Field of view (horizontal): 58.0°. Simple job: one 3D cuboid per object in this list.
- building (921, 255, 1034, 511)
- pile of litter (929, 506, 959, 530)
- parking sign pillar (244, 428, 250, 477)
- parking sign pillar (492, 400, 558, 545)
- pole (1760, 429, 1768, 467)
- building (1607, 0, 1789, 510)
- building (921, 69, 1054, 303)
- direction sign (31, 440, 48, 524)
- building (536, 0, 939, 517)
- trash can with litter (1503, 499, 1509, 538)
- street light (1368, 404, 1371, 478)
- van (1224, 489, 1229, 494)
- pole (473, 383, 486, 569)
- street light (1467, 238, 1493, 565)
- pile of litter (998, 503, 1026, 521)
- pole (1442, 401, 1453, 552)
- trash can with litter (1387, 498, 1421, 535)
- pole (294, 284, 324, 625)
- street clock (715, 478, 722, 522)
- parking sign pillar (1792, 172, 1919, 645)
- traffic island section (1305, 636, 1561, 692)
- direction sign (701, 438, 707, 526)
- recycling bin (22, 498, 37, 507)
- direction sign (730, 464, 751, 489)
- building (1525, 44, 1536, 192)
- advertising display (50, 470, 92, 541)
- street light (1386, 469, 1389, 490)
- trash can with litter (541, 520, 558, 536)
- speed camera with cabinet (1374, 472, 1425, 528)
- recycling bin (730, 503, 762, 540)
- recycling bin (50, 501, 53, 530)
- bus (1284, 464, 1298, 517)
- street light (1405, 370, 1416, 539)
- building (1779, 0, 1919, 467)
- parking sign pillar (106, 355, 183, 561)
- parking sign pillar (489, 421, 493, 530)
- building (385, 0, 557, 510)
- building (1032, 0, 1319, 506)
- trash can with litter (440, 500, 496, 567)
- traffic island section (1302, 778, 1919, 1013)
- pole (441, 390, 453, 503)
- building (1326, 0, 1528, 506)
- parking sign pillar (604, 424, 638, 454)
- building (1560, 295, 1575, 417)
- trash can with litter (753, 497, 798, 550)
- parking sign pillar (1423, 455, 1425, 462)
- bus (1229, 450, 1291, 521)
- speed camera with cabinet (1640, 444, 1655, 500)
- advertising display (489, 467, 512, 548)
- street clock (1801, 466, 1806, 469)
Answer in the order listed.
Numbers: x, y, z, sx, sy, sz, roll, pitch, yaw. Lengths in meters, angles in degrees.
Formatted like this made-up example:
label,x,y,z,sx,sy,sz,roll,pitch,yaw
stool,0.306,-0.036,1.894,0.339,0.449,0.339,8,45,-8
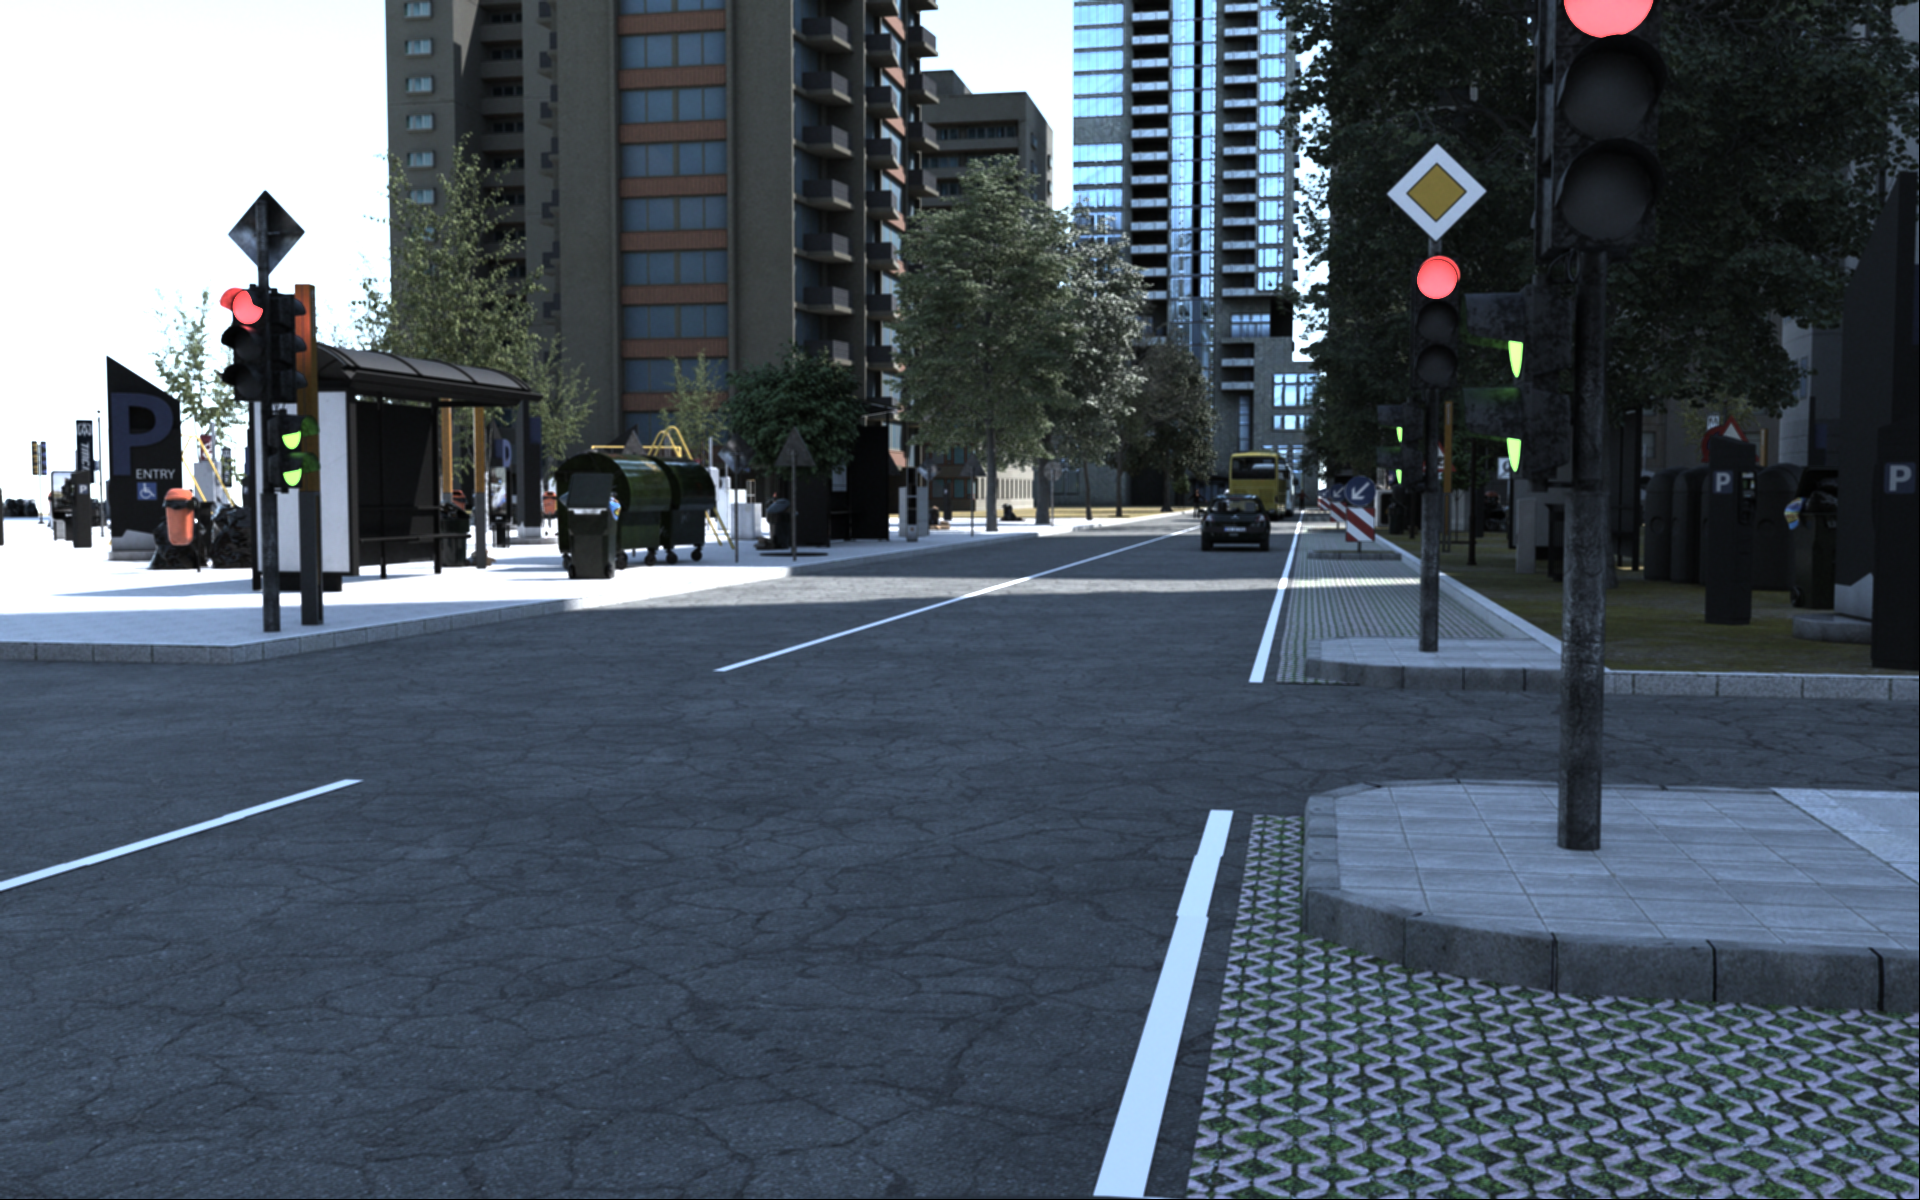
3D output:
label,x,y,z,sx,sy,sz,roll,pitch,yaw
building,-10.293,-18.275,143.837,28.899,21.520,27.650,1,4,11
pile of litter,-0.841,-2.963,62.405,1.719,0.858,1.176,0,4,-3
parking sign pillar,-28.567,-5.037,70.828,1.447,3.967,1.447,0,4,8
parking sign pillar,-10.971,-3.396,44.003,1.447,3.967,1.447,-1,4,-23
pole,25.038,-3.680,54.008,0.158,3.312,0.155,0,3,0
building,46.747,-25.985,108.454,14.154,41.232,14.086,1,4,11
building,-1.019,-35.368,201.963,21.600,48.544,21.300,1,4,11
direction sign,-39.077,-4.989,73.569,0.379,3.537,0.876,1,4,12
building,-13.645,-27.752,108.366,22.147,44.769,28.867,1,4,11
trash can with litter,15.204,-2.151,46.558,1.055,1.170,0.624,0,4,-4
street light,20.525,-6.975,86.837,0.468,5.910,1.993,1,4,11
van,23.657,-8.774,150.463,2.013,2.044,4.112,1,4,10
pole,-8.214,-2.187,29.604,0.158,3.312,0.155,0,3,0
street light,9.248,-3.568,31.120,0.468,5.910,1.993,1,4,11
pile of litter,2.428,-4.152,81.856,1.176,0.858,1.719,-1,4,-22
pole,10.733,-2.708,38.112,0.158,3.312,0.155,0,3,0
trash can with litter,14.087,-2.661,54.898,1.055,1.170,0.624,1,4,21
pole,-6.364,-1.412,16.925,0.158,3.312,0.155,0,3,0
street clock,-11.051,-4.550,78.959,0.358,2.002,0.471,-2,4,-33
parking sign pillar,8.161,-1.635,15.204,1.447,3.967,1.447,1,4,9
traffic island section,3.842,0.499,14.123,2.009,0.180,2.903,1,4,11
direction sign,-10.490,-4.813,70.686,0.379,3.537,0.876,0,4,-2
recycling bin,-53.181,-5.272,98.743,0.722,1.027,0.722,1,4,18
direction sign,-8.586,-4.630,67.693,0.876,3.537,0.379,-2,4,-33
building,76.103,-36.733,189.828,27.495,52.752,28.713,1,4,11
advertising display,-24.252,-2.572,47.265,0.974,1.923,0.123,-3,4,-38
street light,16.842,-5.837,68.229,0.468,5.910,1.993,1,4,11
trash can with litter,-12.126,-2.600,53.570,2.233,1.210,1.678,-1,4,-14
speed camera with cabinet,17.019,-4.418,66.563,2.038,3.252,0.660,0,4,2
recycling bin,-5.991,-2.198,48.497,0.722,1.027,0.722,1,4,11
recycling bin,-32.215,-3.043,62.300,0.722,1.027,0.722,0,4,-3
bus,20.284,-7.163,111.967,2.948,3.499,13.247,1,4,12
street light,13.024,-4.704,49.700,0.468,5.910,1.993,1,4,11
building,41.074,-31.700,60.302,21.231,58.520,28.212,1,4,11
parking sign pillar,-15.821,-2.763,33.649,1.447,3.967,1.447,-2,4,-25
parking sign pillar,-16.313,-4.469,61.545,1.447,3.967,1.447,0,4,1
building,-34.578,-32.209,150.314,21.600,48.544,21.300,1,4,11
building,25.070,-53.976,195.171,31.000,86.520,22.319,1,4,11
trash can with litter,-8.796,-1.177,30.632,0.624,1.170,1.055,3,5,39
traffic island section,2.270,0.978,6.293,2.009,0.180,2.903,1,4,11
pole,-9.680,-2.376,32.694,0.158,3.312,0.155,0,3,0
building,51.034,-45.965,189.786,20.611,71.187,20.563,1,4,11
parking sign pillar,-12.967,-4.769,66.440,1.447,3.967,1.447,0,4,-2
building,55.060,-28.990,128.605,22.147,44.769,28.867,1,4,11
trash can with litter,-4.271,-1.752,40.031,0.624,1.170,1.055,2,4,30
parking sign pillar,22.967,-5.925,85.339,1.447,3.967,1.447,1,4,15
bus,16.645,-6.393,96.073,2.896,3.916,12.252,1,4,13
speed camera with cabinet,26.437,-4.549,68.720,2.038,3.252,0.660,1,4,17
advertising display,-10.936,-2.203,41.226,0.123,1.923,0.974,-3,4,-38
street clock,21.975,-2.478,45.078,0.358,2.002,0.471,2,4,32
